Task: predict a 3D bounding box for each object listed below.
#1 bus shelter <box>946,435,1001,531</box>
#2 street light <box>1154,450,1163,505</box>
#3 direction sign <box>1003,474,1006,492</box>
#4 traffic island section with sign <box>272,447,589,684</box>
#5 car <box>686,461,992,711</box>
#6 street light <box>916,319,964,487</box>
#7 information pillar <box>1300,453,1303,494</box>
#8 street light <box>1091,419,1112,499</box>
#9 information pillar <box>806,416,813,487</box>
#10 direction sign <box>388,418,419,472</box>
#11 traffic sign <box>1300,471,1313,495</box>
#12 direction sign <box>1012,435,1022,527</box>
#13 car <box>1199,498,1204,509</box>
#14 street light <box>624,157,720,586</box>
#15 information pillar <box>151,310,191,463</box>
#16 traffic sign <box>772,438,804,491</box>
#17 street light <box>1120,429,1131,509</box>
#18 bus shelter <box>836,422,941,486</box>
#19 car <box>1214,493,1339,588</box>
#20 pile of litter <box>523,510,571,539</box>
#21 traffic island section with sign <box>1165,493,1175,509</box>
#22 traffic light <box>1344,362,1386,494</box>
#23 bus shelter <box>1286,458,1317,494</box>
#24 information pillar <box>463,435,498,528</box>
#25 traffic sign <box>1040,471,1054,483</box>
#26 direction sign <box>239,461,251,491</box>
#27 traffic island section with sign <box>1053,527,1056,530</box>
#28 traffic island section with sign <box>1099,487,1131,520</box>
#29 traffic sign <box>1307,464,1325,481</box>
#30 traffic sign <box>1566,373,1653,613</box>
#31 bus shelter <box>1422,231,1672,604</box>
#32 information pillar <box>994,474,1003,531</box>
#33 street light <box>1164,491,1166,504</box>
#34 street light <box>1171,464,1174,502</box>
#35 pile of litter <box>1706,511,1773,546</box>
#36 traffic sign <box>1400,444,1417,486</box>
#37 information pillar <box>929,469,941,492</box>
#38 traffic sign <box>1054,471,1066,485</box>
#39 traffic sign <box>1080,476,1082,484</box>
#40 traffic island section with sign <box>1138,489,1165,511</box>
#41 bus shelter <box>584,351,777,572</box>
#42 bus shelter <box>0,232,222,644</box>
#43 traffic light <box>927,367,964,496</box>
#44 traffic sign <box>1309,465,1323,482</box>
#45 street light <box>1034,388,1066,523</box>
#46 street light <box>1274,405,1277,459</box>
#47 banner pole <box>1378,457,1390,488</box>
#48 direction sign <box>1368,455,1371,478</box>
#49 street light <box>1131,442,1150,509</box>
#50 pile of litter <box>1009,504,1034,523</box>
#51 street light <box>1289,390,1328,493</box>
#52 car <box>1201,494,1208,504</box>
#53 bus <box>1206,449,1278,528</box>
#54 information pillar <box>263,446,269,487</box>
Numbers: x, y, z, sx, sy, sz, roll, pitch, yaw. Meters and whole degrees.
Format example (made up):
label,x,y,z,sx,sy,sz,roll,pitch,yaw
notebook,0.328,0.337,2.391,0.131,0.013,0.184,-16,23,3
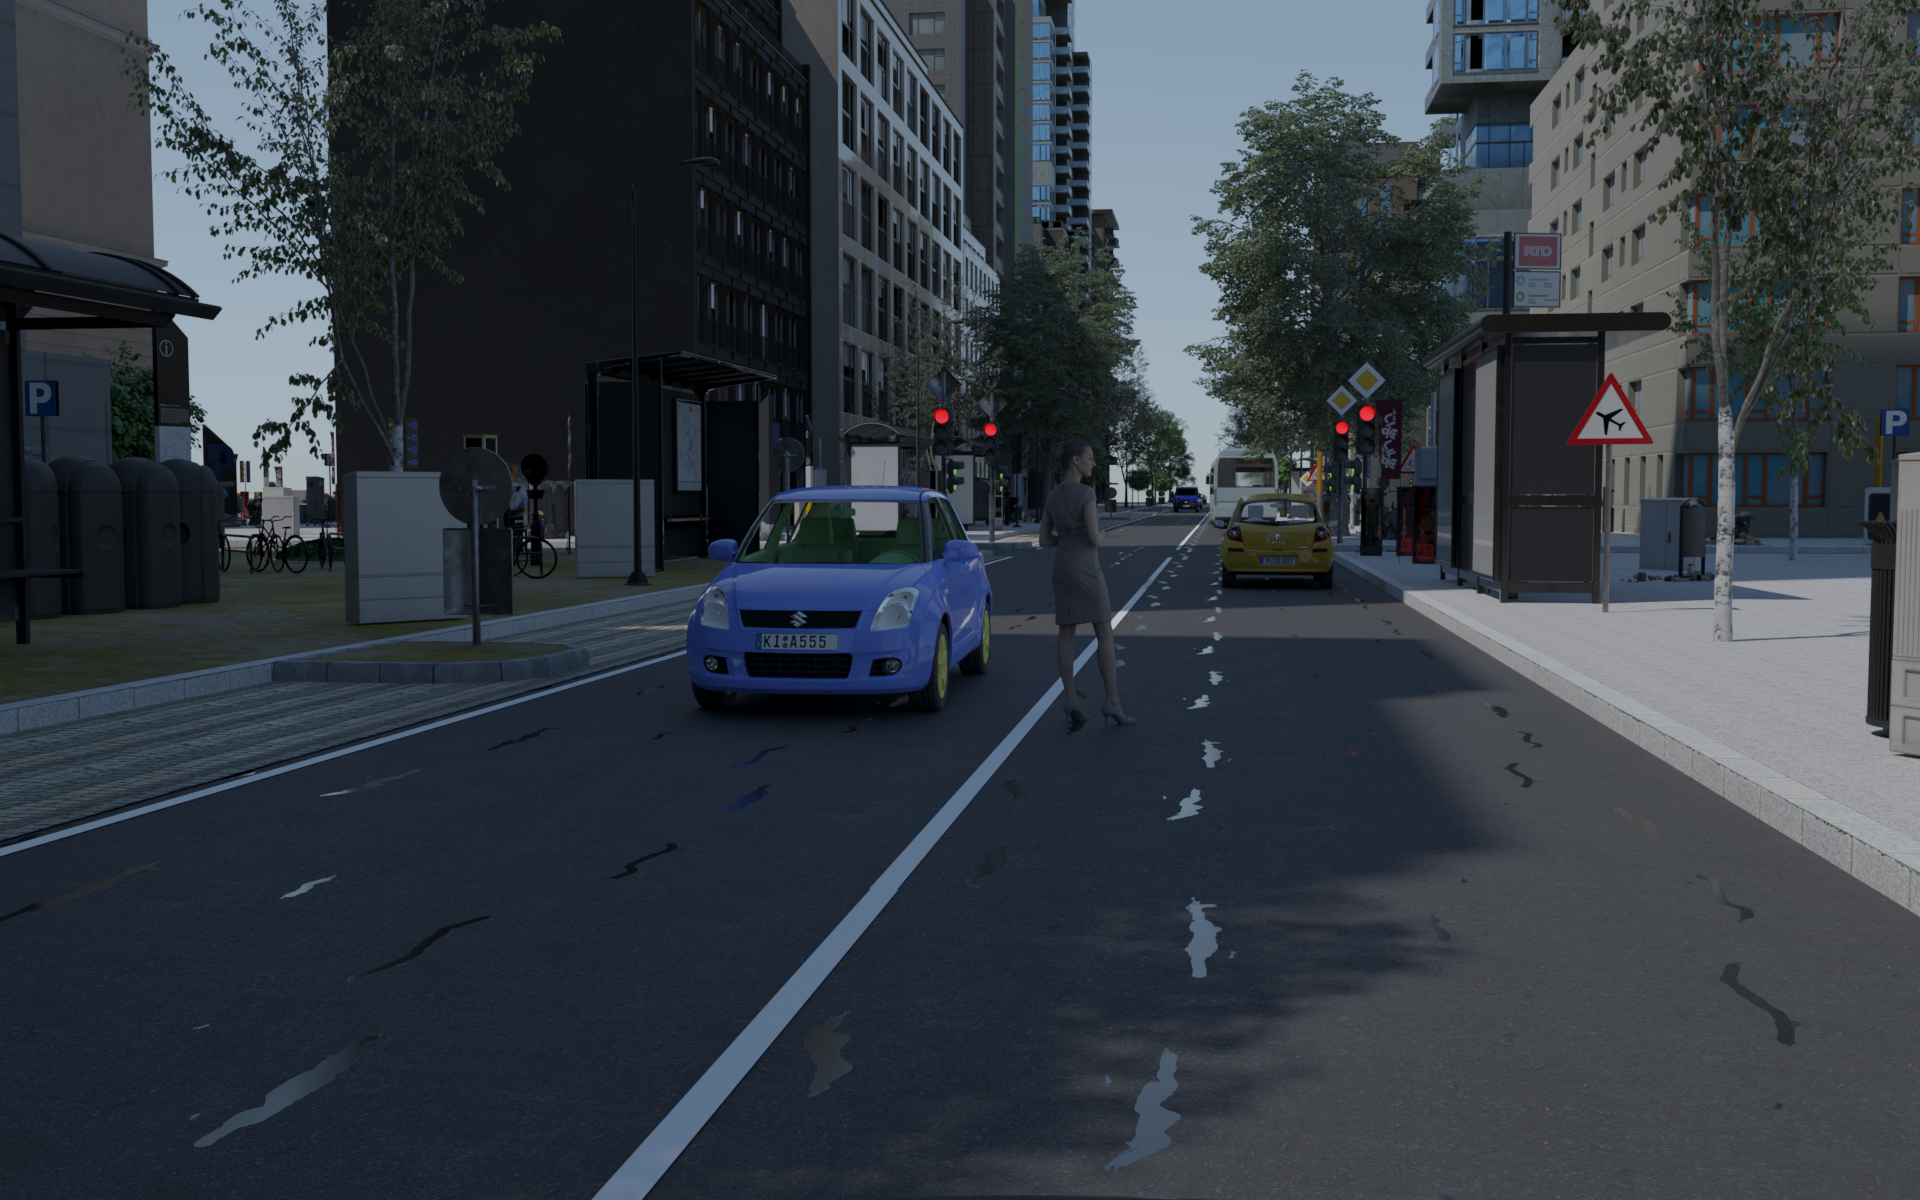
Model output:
label,x,y,z,sx,sy,sz,roll,pitch,yaw
bus shelter,0.122,-4.199,62.573,2.014,3.302,5.546,1,4,9
street light,20.296,-12.811,181.998,1.470,5.913,1.316,1,4,9
direction sign,3.111,-7.941,121.825,0.379,3.537,0.876,1,4,18
traffic island section with sign,-4.119,-0.327,13.973,1.989,1.847,2.006,1,4,9
car,-0.776,-0.186,12.635,1.945,1.707,3.694,0,4,8
street light,-0.591,-4.509,46.255,1.470,5.913,1.316,1,4,9
information pillar,18.063,-6.139,91.732,0.183,3.616,0.504,1,4,17
street light,8.462,-8.141,105.649,1.470,5.913,1.316,1,4,9
information pillar,-4.488,-3.685,51.608,0.183,3.616,0.504,-1,4,-21
direction sign,-16.630,-3.658,51.799,0.876,3.537,0.379,0,4,-6
traffic sign,17.391,-5.231,86.715,0.795,2.450,0.064,1,4,11
direction sign,2.193,-4.565,66.640,0.379,3.537,0.876,-1,4,-20
car,22.086,-9.495,164.036,1.959,1.807,4.718,0,4,8
street light,-4.002,-3.154,24.114,1.470,5.913,1.316,1,4,9
information pillar,-9.683,-1.831,21.291,0.183,3.616,0.504,2,4,24
traffic sign,-3.899,-2.391,39.201,0.768,2.556,0.104,1,4,16
street light,11.048,-9.137,121.926,1.470,5.913,1.316,1,4,9
bus shelter,-2.069,-3.512,51.352,2.014,3.302,5.546,1,4,9
car,5.077,-1.076,27.811,2.015,1.641,3.980,1,4,10
pile of litter,-12.015,-2.182,49.634,1.719,0.858,1.176,1,4,22
traffic island section with sign,19.943,-9.923,170.864,1.989,1.847,2.006,1,4,9
traffic light,8.618,-2.934,36.896,0.839,4.253,0.868,1,4,9
bus shelter,19.789,-6.454,99.439,2.014,3.302,5.546,1,4,9
information pillar,-5.979,-1.049,21.646,0.304,2.012,0.304,1,4,18
traffic sign,4.566,-5.550,90.851,0.768,2.556,0.104,1,4,18
direction sign,-48.552,-7.687,117.679,0.379,3.537,0.876,2,4,25
traffic island section with sign,4.267,-3.673,68.688,1.989,1.847,2.006,1,4,9
traffic island section with sign,8.393,-5.318,95.569,1.989,1.847,2.006,1,4,9
traffic sign,14.699,-4.354,71.197,0.884,2.594,0.081,1,4,13
traffic sign,6.989,-1.142,18.680,0.884,2.594,0.081,1,4,13
bus shelter,7.781,-2.856,24.321,2.179,5.291,8.768,1,4,9
information pillar,1.339,-3.437,60.691,0.304,2.012,0.304,0,4,-2
street light,23.544,-14.164,204.130,1.470,5.913,1.316,1,4,9
street light,28.199,-15.980,233.807,1.470,5.913,1.316,1,4,9
pile of litter,19.595,-1.817,43.668,1.176,0.858,1.719,-1,4,-20
traffic sign,11.850,-2.770,45.285,0.884,2.594,0.081,1,4,17
information pillar,-0.717,-2.887,51.698,0.304,2.012,0.304,3,5,41
traffic sign,5.528,-5.781,94.630,0.768,2.556,0.104,1,4,12
traffic sign,6.204,-5.520,92.383,0.606,2.300,0.079,1,4,18
traffic island section with sign,15.830,-8.286,144.110,1.989,1.847,2.006,1,4,9
bus shelter,-4.951,-2.469,31.645,1.731,3.624,6.357,1,4,9
bus shelter,-7.680,-1.117,12.188,2.014,3.302,5.546,1,4,9
traffic light,-0.341,-3.017,38.249,0.839,4.253,0.868,1,4,9
traffic sign,15.455,-4.562,74.702,0.768,2.556,0.104,1,4,17
street light,3.934,-6.325,75.952,1.470,5.913,1.316,1,4,9
street light,16.478,-7.134,89.189,1.470,5.913,1.316,1,4,9
banner pole,19.158,-5.412,78.504,0.401,3.779,0.863,-3,4,-37
direction sign,20.069,-5.715,85.434,0.379,3.537,0.876,0,4,-8
street light,15.730,-10.995,152.307,1.470,5.913,1.316,1,4,9
pile of litter,2.866,-3.953,78.593,1.719,0.858,1.176,-3,5,-43
street light,12.031,-5.316,59.462,1.470,5.913,1.316,1,4,9
car,34.474,-14.568,247.973,2.009,1.686,4.222,0,4,7
bus,12.421,-5.001,76.620,2.948,3.499,13.247,0,4,7
information pillar,-34.146,-5.742,85.240,0.183,3.616,0.504,0,4,1
